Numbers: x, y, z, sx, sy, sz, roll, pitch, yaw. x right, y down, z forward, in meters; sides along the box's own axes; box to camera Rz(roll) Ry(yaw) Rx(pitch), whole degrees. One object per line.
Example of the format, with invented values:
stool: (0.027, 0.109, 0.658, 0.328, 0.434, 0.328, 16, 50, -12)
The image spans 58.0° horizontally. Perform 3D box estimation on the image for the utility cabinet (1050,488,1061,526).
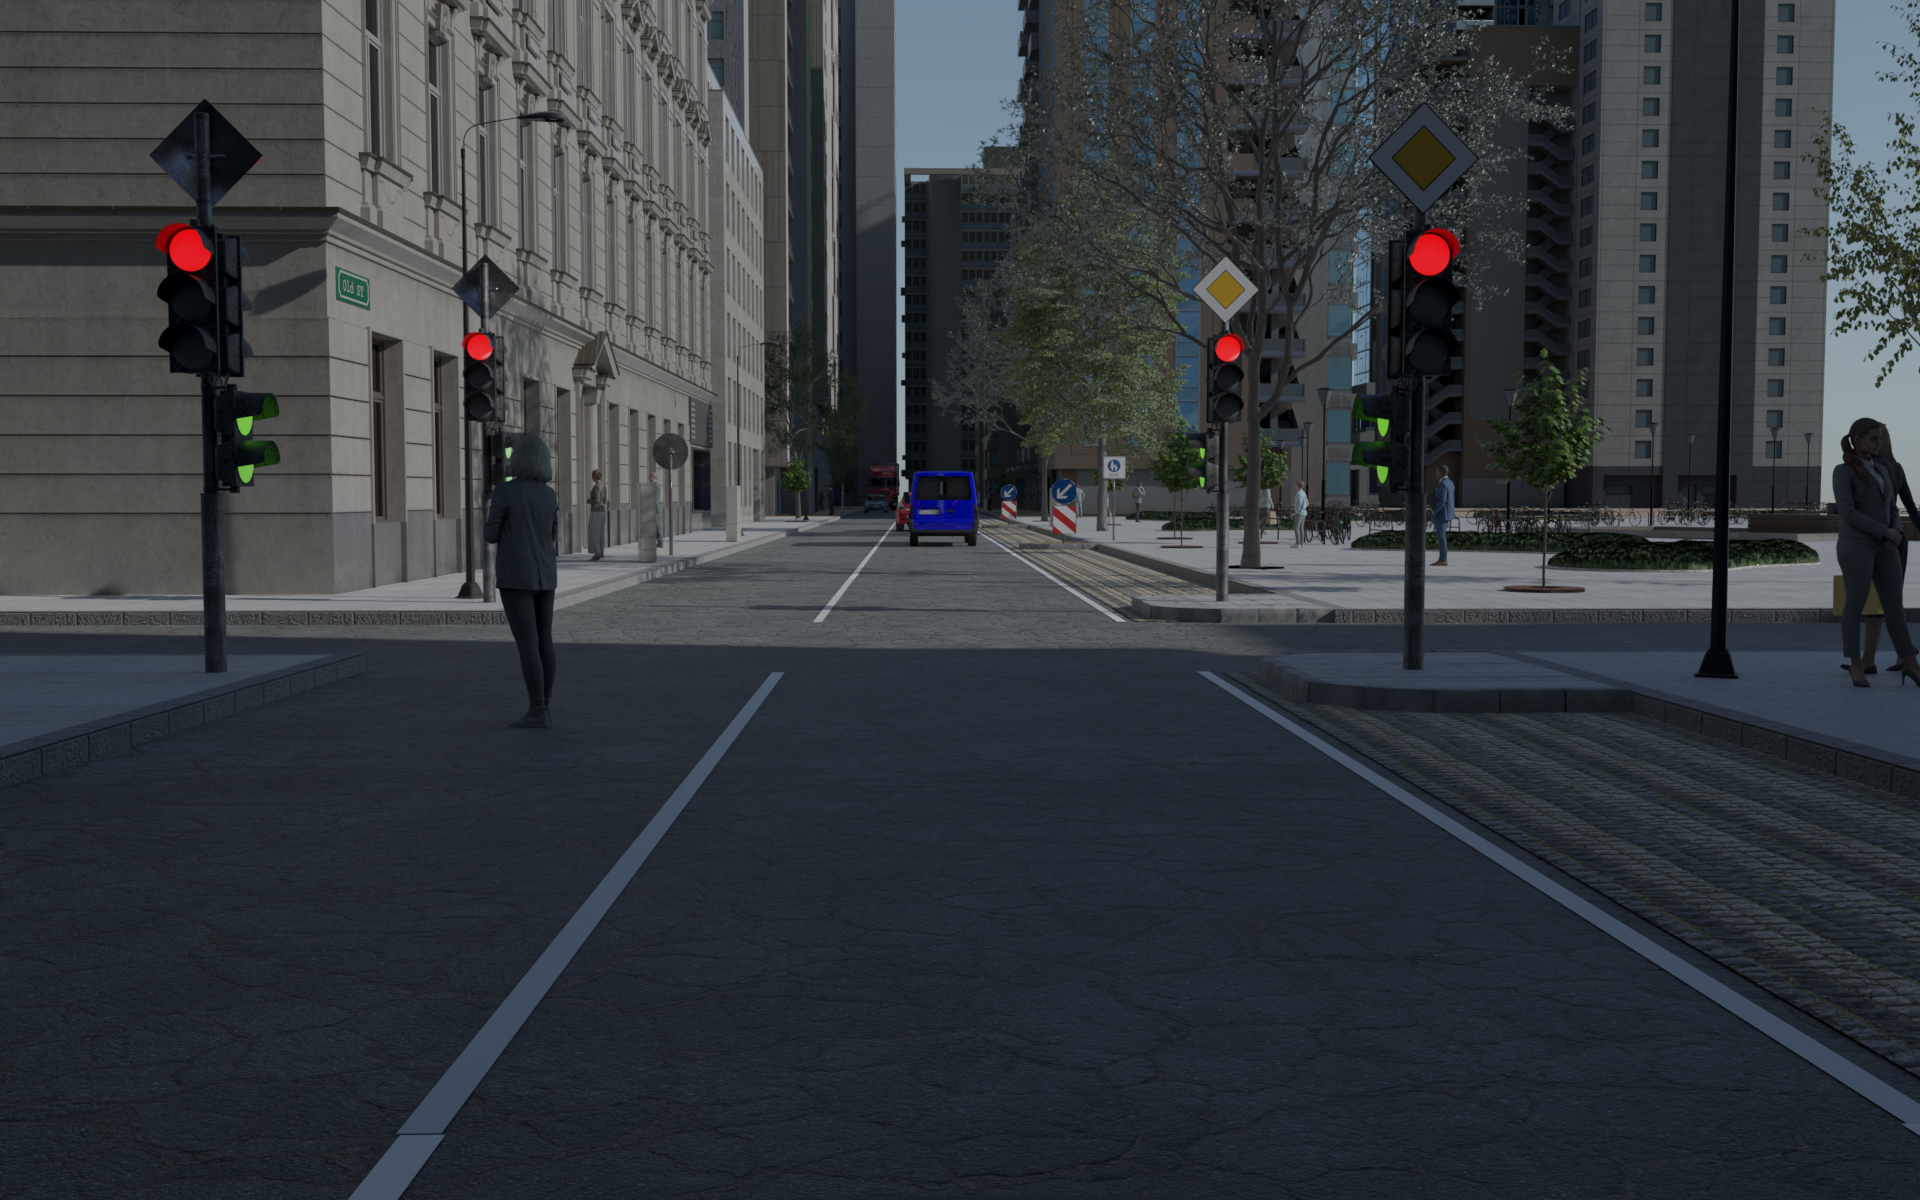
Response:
utility cabinet: (3.771, -3.644, 68.258, 0.318, 1.500, 1.173, 1, 4, 11)

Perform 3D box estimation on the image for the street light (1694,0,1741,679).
street light: (4.792, -2.414, 12.005, 1.470, 5.913, 1.316, 0, 4, -1)

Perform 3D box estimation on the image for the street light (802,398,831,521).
street light: (-6.923, -6.805, 83.803, 1.470, 5.913, 1.316, 0, 4, -1)

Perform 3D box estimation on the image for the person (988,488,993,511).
person: (2.366, -7.636, 131.581, 0.721, 1.739, 1.217, 0, 4, 8)

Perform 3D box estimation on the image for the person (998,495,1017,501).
person: (3.009, -6.388, 110.426, 1.348, 1.831, 0.705, -2, 4, -26)

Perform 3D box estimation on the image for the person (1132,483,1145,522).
person: (8.101, -4.429, 78.642, 0.473, 1.802, 0.592, -1, 4, -16)

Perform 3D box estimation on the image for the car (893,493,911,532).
car: (-1.556, -3.567, 67.367, 2.155, 1.783, 4.494, 0, 3, 0)

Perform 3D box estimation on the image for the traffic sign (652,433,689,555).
traffic sign: (-6.039, -2.203, 36.125, 0.768, 2.556, 0.104, 0, 4, 5)

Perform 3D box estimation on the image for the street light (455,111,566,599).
street light: (-5.485, -2.974, 21.158, 1.470, 5.913, 1.316, 0, 4, -1)

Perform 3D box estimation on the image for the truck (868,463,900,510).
truck: (-6.812, -10.296, 157.257, 2.839, 4.237, 11.283, 0, 4, -1)

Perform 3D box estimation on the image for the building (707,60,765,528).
building: (-14.293, -13.391, 73.686, 10.420, 20.320, 16.860, 0, 4, -1)

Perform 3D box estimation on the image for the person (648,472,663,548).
person: (-7.369, -2.141, 41.231, 0.590, 1.801, 0.661, 0, 4, -7)

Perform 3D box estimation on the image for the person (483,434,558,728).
person: (-2.742, -0.126, 10.746, 0.526, 1.800, 0.537, 3, 5, 43)

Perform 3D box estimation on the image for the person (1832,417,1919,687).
person: (6.130, -0.316, 11.491, 0.520, 1.790, 0.573, -3, 5, -39)

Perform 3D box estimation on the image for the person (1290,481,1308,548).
person: (8.078, -2.039, 41.193, 0.330, 1.601, 0.589, 3, 5, 39)

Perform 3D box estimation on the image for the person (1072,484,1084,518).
person: (6.339, -5.303, 92.850, 0.635, 1.810, 0.391, -1, 4, -23)

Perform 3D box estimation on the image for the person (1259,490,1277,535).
person: (9.532, -2.910, 54.103, 0.515, 1.767, 0.782, -2, 4, -24)

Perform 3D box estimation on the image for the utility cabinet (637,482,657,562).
utility cabinet: (-5.908, -1.472, 32.741, 0.318, 1.500, 1.173, -1, 4, -13)

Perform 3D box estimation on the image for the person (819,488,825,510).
person: (-10.977, -7.930, 136.259, 0.434, 1.755, 0.990, -3, 5, -42)

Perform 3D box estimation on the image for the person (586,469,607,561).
person: (-7.039, -1.645, 33.480, 0.362, 1.759, 0.519, 1, 4, 11)

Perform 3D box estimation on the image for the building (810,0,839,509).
building: (-24.455, -34.629, 155.423, 27.495, 52.752, 28.713, 0, 4, -1)

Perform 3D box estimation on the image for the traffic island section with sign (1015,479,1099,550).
traffic island section with sign: (2.553, -2.244, 45.322, 1.989, 1.847, 2.006, 0, 4, -1)

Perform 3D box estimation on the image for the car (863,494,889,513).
car: (-6.416, -7.404, 133.061, 2.014, 1.417, 4.499, 0, 4, -1)

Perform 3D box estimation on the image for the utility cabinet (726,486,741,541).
utility cabinet: (-6.136, -2.334, 46.843, 0.318, 1.500, 1.173, 0, 4, -2)

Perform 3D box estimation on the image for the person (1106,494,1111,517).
person: (7.990, -5.371, 94.608, 0.466, 1.731, 0.760, 2, 4, 32)

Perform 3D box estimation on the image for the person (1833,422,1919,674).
person: (6.951, -0.379, 12.457, 1.509, 1.804, 0.699, 0, 4, -7)

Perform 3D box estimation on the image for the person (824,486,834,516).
person: (-7.738, -5.874, 102.534, 0.568, 1.767, 0.683, 0, 3, 0)

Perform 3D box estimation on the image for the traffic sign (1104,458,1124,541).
traffic sign: (4.233, -2.787, 47.700, 0.606, 2.300, 0.079, 0, 4, -1)

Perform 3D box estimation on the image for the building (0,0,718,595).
building: (-16.377, -16.266, 42.364, 17.030, 29.872, 44.131, 0, 4, -1)

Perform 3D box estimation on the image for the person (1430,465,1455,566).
person: (8.623, -1.512, 30.947, 0.419, 1.800, 0.721, 1, 4, 22)

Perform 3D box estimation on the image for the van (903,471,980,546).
van: (-0.505, -2.741, 49.195, 2.240, 2.365, 5.245, 0, 4, -1)

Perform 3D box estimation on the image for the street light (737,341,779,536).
street light: (-6.214, -4.907, 52.777, 1.470, 5.913, 1.316, 0, 4, -1)

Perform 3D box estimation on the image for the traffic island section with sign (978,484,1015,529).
traffic island section with sign: (1.891, -3.892, 72.269, 1.989, 1.847, 2.006, 0, 4, -1)
